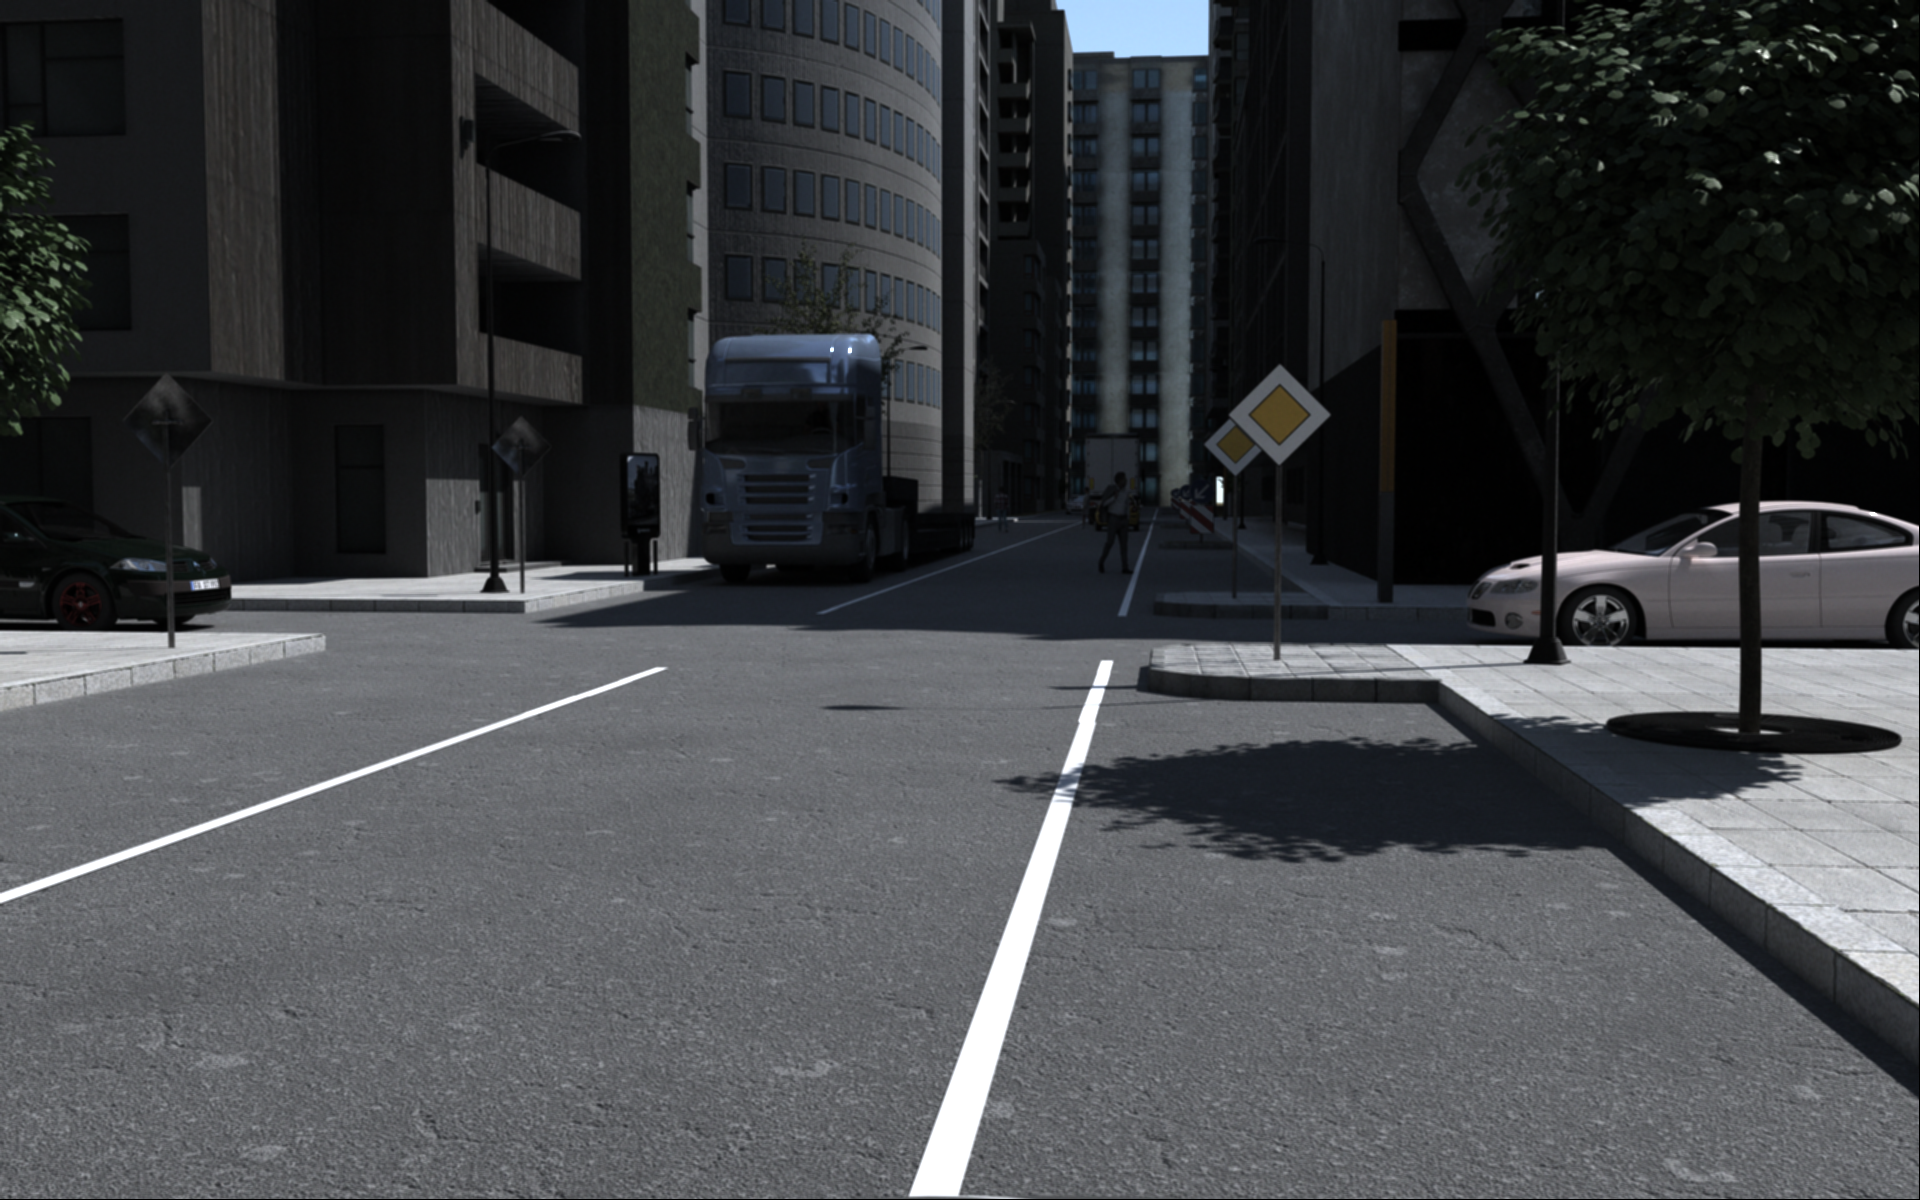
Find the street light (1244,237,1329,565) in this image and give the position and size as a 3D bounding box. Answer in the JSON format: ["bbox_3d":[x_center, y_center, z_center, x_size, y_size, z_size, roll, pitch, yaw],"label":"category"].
[{"bbox_3d":[6.000,-3.600,31.397,1.470,5.913,1.316,0,4,7],"label":"street light"}]

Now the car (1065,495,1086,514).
[{"bbox_3d":[8.486,-6.779,123.198,2.083,1.381,4.827,0,4,5],"label":"car"}]

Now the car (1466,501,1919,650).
[{"bbox_3d":[7.179,-0.223,16.009,4.827,1.381,2.083,0,4,5],"label":"car"}]

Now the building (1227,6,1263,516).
[{"bbox_3d":[23.529,-20.445,105.984,14.160,30.474,14.107,0,4,7],"label":"building"}]

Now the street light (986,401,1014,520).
[{"bbox_3d":[2.013,-6.992,86.853,1.470,5.913,1.316,0,4,7],"label":"street light"}]

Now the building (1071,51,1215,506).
[{"bbox_3d":[13.891,-34.930,190.710,30.456,49.044,23.786,0,4,7],"label":"building"}]

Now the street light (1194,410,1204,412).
[{"bbox_3d":[13.591,-7.532,95.695,1.470,5.913,1.316,0,4,7],"label":"street light"}]

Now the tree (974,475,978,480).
[{"bbox_3d":[-0.138,-5.480,84.191,1.663,3.219,1.824,0,3,0],"label":"tree"}]

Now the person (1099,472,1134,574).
[{"bbox_3d":[2.798,-1.388,31.294,0.679,1.850,0.850,-3,4,-36],"label":"person"}]

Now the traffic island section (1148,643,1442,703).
[{"bbox_3d":[2.473,0.543,13.407,2.009,0.180,2.903,0,4,7],"label":"traffic island section"}]

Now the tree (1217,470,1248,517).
[{"bbox_3d":[15.458,-6.345,98.347,1.663,3.219,1.824,0,3,0],"label":"tree"}]

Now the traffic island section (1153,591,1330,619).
[{"bbox_3d":[3.400,0.058,21.339,2.009,0.180,2.903,0,4,7],"label":"traffic island section"}]

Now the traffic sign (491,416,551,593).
[{"bbox_3d":[-5.655,-1.143,22.336,0.795,2.450,0.064,0,4,7],"label":"traffic sign"}]

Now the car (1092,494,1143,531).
[{"bbox_3d":[6.211,-3.547,68.225,2.015,1.641,3.980,0,4,5],"label":"car"}]

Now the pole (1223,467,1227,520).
[{"bbox_3d":[13.066,-5.592,85.271,0.158,3.312,0.155,0,3,0],"label":"pole"}]

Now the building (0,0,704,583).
[{"bbox_3d":[-13.091,-15.744,29.114,14.160,30.474,14.107,0,4,7],"label":"building"}]

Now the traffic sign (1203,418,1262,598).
[{"bbox_3d":[3.375,-1.078,21.264,0.795,2.450,0.064,0,4,7],"label":"traffic sign"}]

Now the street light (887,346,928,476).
[{"bbox_3d":[-1.715,-5.015,54.531,1.470,5.913,1.316,0,4,7],"label":"street light"}]

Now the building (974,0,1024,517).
[{"bbox_3d":[-6.579,-40.905,107.054,20.563,71.187,20.611,0,4,7],"label":"building"}]

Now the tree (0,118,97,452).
[{"bbox_3d":[-7.693,-1.734,12.064,4.285,4.588,4.351,0,3,0],"label":"tree"}]

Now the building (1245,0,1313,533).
[{"bbox_3d":[16.264,-15.815,52.090,14.314,27.812,24.014,0,4,7],"label":"building"}]

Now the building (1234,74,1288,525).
[{"bbox_3d":[20.216,-15.898,79.005,14.314,24.678,30.058,0,4,7],"label":"building"}]

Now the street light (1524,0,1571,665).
[{"bbox_3d":[3.929,-2.478,13.059,1.470,5.913,1.316,0,4,7],"label":"street light"}]

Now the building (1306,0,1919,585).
[{"bbox_3d":[14.916,-9.827,28.118,16.811,18.784,16.820,0,4,7],"label":"building"}]

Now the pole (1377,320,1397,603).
[{"bbox_3d":[5.031,-1.625,20.405,0.158,3.312,0.155,0,3,0],"label":"pole"}]

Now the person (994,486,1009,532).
[{"bbox_3d":[1.574,-3.416,65.185,0.563,1.720,0.643,0,4,-2],"label":"person"}]

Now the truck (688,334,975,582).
[{"bbox_3d":[-1.854,-2.769,35.039,2.967,4.110,18.799,0,4,6],"label":"truck"}]

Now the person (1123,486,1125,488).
[{"bbox_3d":[6.802,-3.961,73.279,0.660,1.820,0.620,1,4,19],"label":"person"}]

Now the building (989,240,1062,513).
[{"bbox_3d":[-6.828,-17.659,133.769,27.650,21.520,28.899,0,4,7],"label":"building"}]

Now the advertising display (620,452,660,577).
[{"bbox_3d":[-5.010,-1.342,27.159,0.123,1.923,0.974,1,4,21],"label":"advertising display"}]

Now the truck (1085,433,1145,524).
[{"bbox_3d":[7.662,-5.909,85.523,2.839,4.237,11.283,0,4,7],"label":"truck"}]

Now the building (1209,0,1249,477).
[{"bbox_3d":[29.699,-28.867,126.605,22.147,44.769,28.867,0,4,7],"label":"building"}]

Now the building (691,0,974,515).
[{"bbox_3d":[-11.393,-32.196,68.398,21.231,58.520,28.212,0,4,7],"label":"building"}]

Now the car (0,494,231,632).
[{"bbox_3d":[-9.983,-0.530,18.452,4.222,1.686,2.009,0,4,8],"label":"car"}]

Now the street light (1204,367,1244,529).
[{"bbox_3d":[9.823,-5.566,63.543,1.470,5.913,1.316,0,4,7],"label":"street light"}]

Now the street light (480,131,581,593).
[{"bbox_3d":[-5.543,-3.049,22.386,1.470,5.913,1.316,0,4,7],"label":"street light"}]

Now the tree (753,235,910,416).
[{"bbox_3d":[-3.768,-6.105,50.175,4.737,8.622,4.395,0,3,0],"label":"tree"}]

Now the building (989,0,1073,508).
[{"bbox_3d":[-0.486,-33.009,163.398,21.600,48.544,21.300,0,4,7],"label":"building"}]

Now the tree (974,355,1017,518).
[{"bbox_3d":[0.837,-8.620,91.292,4.360,8.622,3.978,0,3,0],"label":"tree"}]

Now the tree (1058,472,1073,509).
[{"bbox_3d":[8.751,-9.479,149.587,1.663,3.219,1.824,0,3,0],"label":"tree"}]

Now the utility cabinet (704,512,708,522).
[{"bbox_3d":[-6.858,-2.124,43.407,0.318,1.500,1.173,3,4,39],"label":"utility cabinet"}]

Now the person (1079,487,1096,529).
[{"bbox_3d":[5.291,-3.832,71.909,0.760,1.731,0.466,-2,4,-32],"label":"person"}]

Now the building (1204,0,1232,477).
[{"bbox_3d":[35.945,-34.599,154.929,28.713,52.752,27.495,0,4,7],"label":"building"}]

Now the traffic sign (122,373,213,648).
[{"bbox_3d":[-6.582,-0.658,14.405,0.795,2.450,0.064,0,4,7],"label":"traffic sign"}]

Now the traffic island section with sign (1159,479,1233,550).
[{"bbox_3d":[6.265,-2.272,45.779,1.989,1.847,2.006,0,4,7],"label":"traffic island section with sign"}]

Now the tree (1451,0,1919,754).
[{"bbox_3d":[4.300,-1.556,9.155,4.285,4.588,4.351,0,3,0],"label":"tree"}]

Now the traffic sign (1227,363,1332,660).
[{"bbox_3d":[2.448,-0.593,13.333,0.795,2.450,0.064,0,4,7],"label":"traffic sign"}]
